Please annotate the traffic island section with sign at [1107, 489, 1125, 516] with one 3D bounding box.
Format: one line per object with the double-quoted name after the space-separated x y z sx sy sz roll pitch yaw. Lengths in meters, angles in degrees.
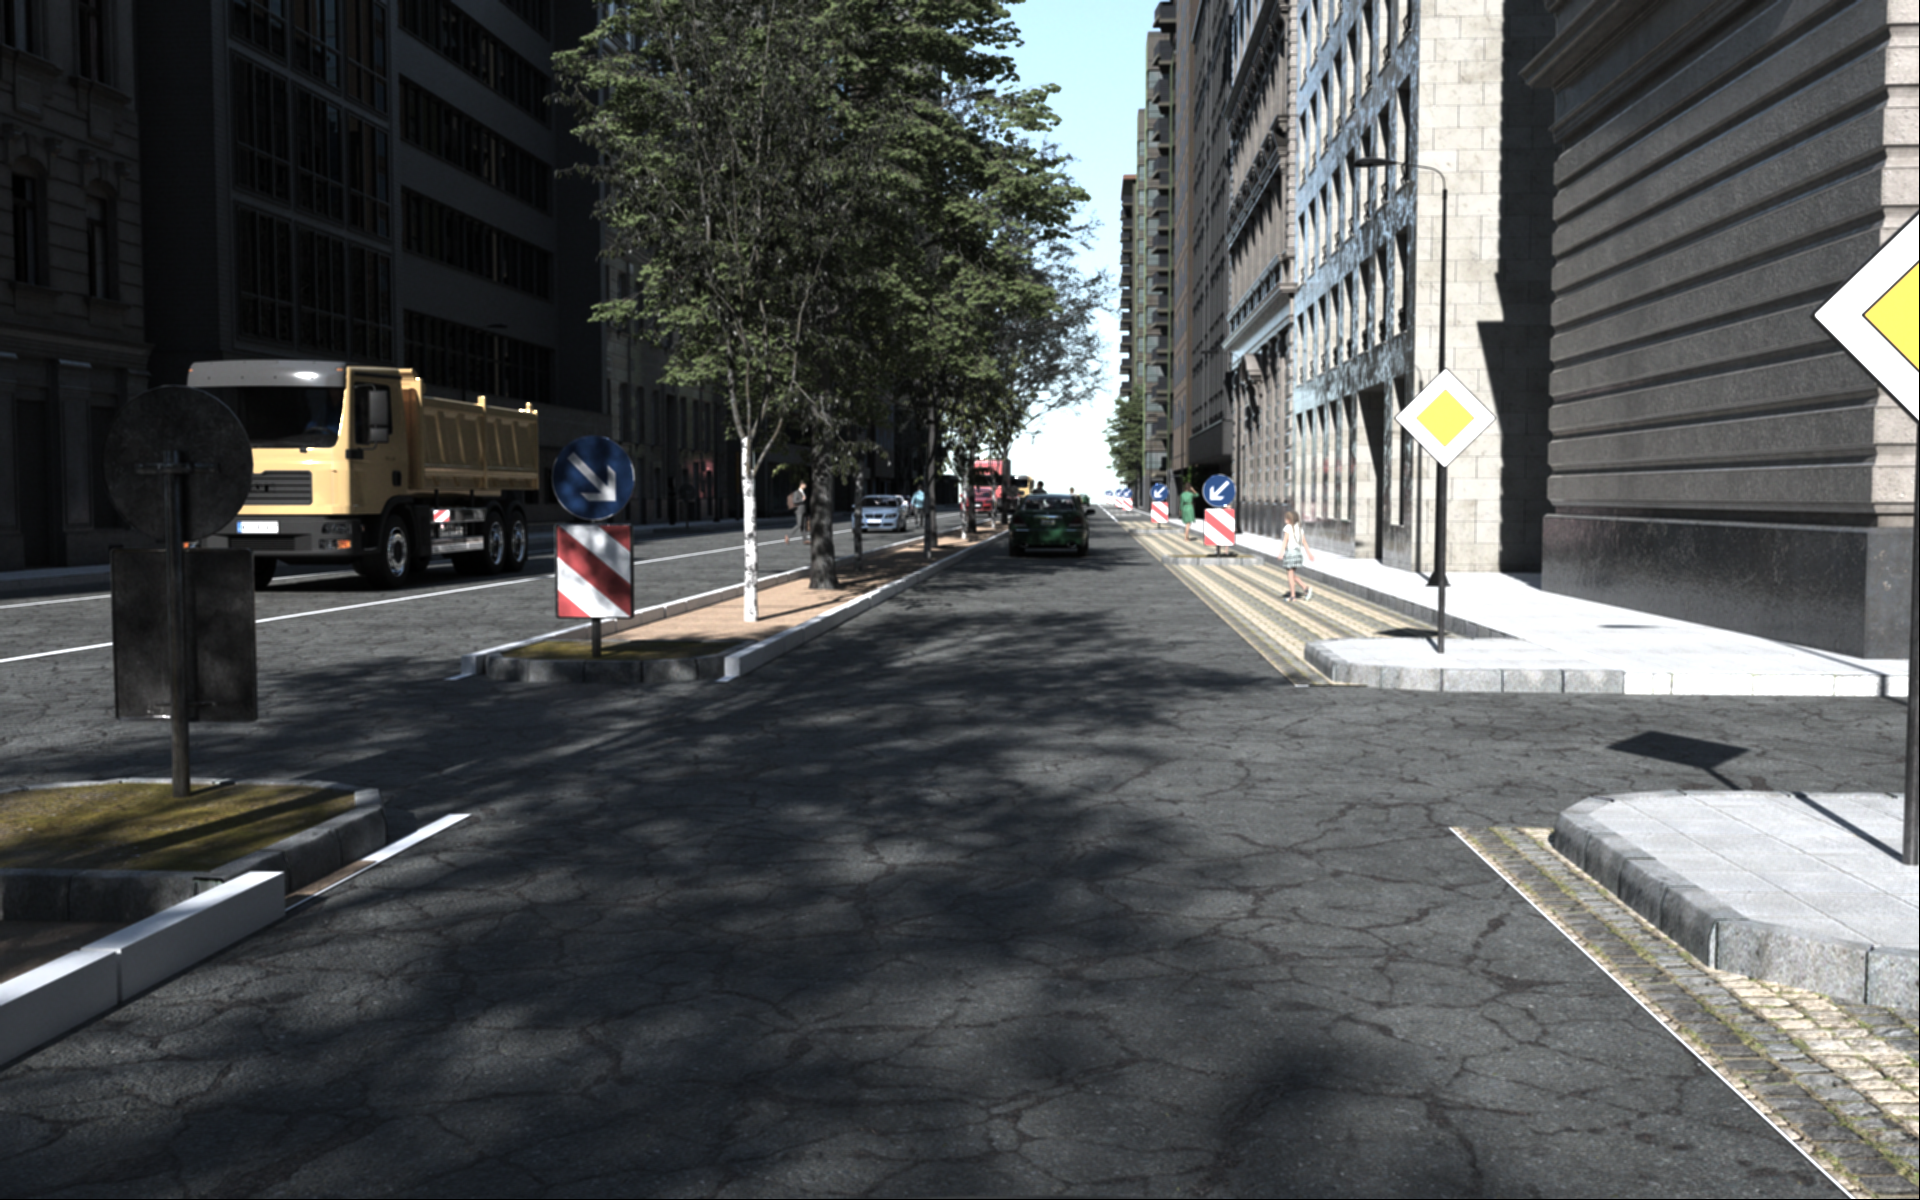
10.848 -6.415 113.521 1.989 1.847 2.006 0 4 4 "traffic island section with sign"

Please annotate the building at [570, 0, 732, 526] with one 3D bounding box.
-18.335 -17.054 76.099 12.463 27.353 25.104 0 4 4 "building"

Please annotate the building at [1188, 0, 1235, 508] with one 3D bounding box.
17.955 -17.287 76.149 14.314 27.812 24.014 0 4 4 "building"

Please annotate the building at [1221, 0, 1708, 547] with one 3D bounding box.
14.179 -13.802 54.537 11.050 23.489 19.941 0 4 4 "building"

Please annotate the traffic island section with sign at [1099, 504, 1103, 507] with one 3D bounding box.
16.874 -11.455 195.910 1.989 1.847 2.006 0 4 4 "traffic island section with sign"

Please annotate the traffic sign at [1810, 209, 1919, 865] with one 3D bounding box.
3.292 -0.141 5.941 0.795 2.450 0.064 0 4 4 "traffic sign"

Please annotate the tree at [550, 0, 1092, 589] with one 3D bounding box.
-1.980 -6.402 25.249 7.486 12.596 7.792 0 3 0 "tree"

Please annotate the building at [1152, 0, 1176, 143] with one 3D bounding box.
26.116 -29.316 133.946 22.147 44.769 28.867 0 4 4 "building"

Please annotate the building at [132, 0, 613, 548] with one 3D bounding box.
-20.630 -14.004 48.033 14.314 24.678 30.058 0 4 4 "building"

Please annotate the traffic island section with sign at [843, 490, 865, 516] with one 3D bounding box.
-6.658 -6.511 115.080 1.989 1.847 2.006 0 4 4 "traffic island section with sign"

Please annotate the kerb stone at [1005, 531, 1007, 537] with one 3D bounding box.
1.393 -2.128 57.063 0.120 0.150 1.000 0 4 4 "kerb stone"

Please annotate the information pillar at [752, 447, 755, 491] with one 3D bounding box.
-10.310 -5.811 86.360 0.183 3.616 0.504 0 4 0 "information pillar"

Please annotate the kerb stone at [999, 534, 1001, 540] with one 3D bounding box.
1.089 -1.883 52.974 0.120 0.150 1.000 0 4 4 "kerb stone"

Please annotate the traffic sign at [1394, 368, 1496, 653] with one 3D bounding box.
3.874 -0.628 13.904 0.795 2.450 0.064 0 4 4 "traffic sign"

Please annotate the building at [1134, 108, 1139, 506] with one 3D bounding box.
25.903 -30.757 186.476 14.154 41.232 14.086 0 4 4 "building"

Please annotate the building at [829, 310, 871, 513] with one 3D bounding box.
-22.137 -17.267 127.355 27.650 21.520 28.899 0 4 4 "building"

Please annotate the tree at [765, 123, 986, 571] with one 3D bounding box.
-1.909 -4.848 32.086 4.737 8.622 4.395 0 3 0 "tree"

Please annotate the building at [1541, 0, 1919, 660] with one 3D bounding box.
16.576 -11.495 16.822 19.941 23.489 11.050 0 4 4 "building"

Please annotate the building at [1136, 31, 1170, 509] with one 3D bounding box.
23.643 -28.933 156.654 14.154 41.232 14.086 0 4 4 "building"

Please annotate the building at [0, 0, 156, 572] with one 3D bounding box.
-20.700 -10.692 23.969 9.793 20.994 18.267 0 4 4 "building"

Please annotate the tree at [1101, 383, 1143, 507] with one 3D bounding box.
18.142 -15.753 175.692 7.486 12.596 7.792 0 3 0 "tree"

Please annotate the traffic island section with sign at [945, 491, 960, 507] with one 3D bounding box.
-0.652 -11.533 197.184 1.989 1.847 2.006 0 4 4 "traffic island section with sign"

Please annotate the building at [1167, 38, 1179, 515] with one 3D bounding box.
20.592 -20.892 113.280 14.160 30.474 14.107 0 4 4 "building"

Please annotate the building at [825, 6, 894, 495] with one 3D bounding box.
-13.279 -30.424 147.550 14.600 45.320 14.200 0 4 4 "building"

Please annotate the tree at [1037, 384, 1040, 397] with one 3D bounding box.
1.368 -7.305 72.248 4.737 8.622 4.395 0 3 0 "tree"

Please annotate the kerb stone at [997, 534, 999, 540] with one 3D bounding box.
1.014 -1.820 51.950 0.120 0.150 1.000 0 4 4 "kerb stone"

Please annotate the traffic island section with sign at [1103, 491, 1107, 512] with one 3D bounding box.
12.812 -8.063 140.450 1.989 1.847 2.006 0 4 4 "traffic island section with sign"

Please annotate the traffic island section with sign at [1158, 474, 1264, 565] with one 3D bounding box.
5.158 -1.649 35.582 1.989 1.847 2.006 0 4 4 "traffic island section with sign"

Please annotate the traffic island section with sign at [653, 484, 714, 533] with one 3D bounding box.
-10.305 -3.449 65.012 1.989 1.847 2.006 0 4 4 "traffic island section with sign"

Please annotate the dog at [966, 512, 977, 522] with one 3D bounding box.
0.565 -4.274 89.165 0.406 0.507 0.540 3 5 39 "dog"

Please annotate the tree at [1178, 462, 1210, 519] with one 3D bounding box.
12.155 -5.881 90.760 1.663 3.219 1.824 0 3 0 "tree"

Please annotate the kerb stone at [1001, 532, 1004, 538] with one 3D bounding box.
1.236 -2.008 55.023 0.120 0.150 1.000 0 4 4 "kerb stone"

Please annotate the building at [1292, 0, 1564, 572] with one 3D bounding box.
13.212 -11.077 35.855 10.420 20.320 16.860 0 4 4 "building"

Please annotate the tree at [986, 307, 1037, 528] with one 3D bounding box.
0.113 -6.266 55.277 4.737 8.622 4.395 0 3 0 "tree"

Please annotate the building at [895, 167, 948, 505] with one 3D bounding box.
-13.000 -33.541 203.018 22.147 44.769 28.867 0 4 4 "building"

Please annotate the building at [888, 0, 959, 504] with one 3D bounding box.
-10.694 -48.258 227.271 20.563 71.187 20.611 0 4 4 "building"

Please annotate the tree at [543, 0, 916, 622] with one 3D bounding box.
-2.340 -4.042 18.906 4.360 8.622 3.978 0 3 0 "tree"

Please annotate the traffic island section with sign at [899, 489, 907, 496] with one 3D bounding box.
-4.684 -8.155 141.964 1.989 1.847 2.006 0 4 4 "traffic island section with sign"

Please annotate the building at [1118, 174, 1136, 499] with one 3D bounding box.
32.497 -35.328 232.229 22.147 44.769 28.867 0 4 4 "building"

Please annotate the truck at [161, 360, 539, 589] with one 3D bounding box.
-9.571 -1.977 28.244 3.469 3.379 9.791 0 4 4 "truck"

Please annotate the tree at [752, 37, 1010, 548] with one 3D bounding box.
-0.787 -8.134 45.820 12.009 13.543 11.850 0 3 0 "tree"

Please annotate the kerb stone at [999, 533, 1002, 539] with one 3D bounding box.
1.162 -1.942 54.004 0.120 0.150 1.000 0 4 4 "kerb stone"

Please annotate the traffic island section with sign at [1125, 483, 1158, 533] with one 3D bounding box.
7.200 -3.370 63.728 1.989 1.847 2.006 0 4 4 "traffic island section with sign"

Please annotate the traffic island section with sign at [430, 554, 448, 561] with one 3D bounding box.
-12.305 -1.779 37.717 1.989 1.847 2.006 0 4 4 "traffic island section with sign"

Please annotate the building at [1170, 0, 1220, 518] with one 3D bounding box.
19.582 -27.439 98.735 14.600 45.320 14.200 0 4 4 "building"

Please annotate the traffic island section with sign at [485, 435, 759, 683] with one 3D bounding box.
-2.804 -0.366 14.128 2.006 1.907 1.989 0 4 4 "traffic island section with sign"

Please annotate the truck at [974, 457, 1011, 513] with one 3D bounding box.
2.461 -8.923 134.801 2.839 4.237 11.283 0 4 5 "truck"

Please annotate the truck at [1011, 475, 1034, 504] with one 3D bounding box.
6.194 -11.318 180.974 3.469 3.379 9.791 0 4 5 "truck"

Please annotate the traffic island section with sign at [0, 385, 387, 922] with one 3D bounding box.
-3.353 0.085 6.741 2.006 1.907 1.989 0 4 4 "traffic island section with sign"

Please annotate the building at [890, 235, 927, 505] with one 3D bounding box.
-10.821 -25.034 181.005 14.160 30.474 14.107 0 4 4 "building"

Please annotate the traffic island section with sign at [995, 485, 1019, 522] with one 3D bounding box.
2.664 -4.950 89.068 2.006 1.907 1.989 0 4 4 "traffic island section with sign"

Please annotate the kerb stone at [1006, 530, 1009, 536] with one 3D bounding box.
1.463 -2.195 58.089 0.120 0.150 1.000 0 4 4 "kerb stone"

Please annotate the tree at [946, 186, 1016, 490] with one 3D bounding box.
-0.715 -5.190 37.673 4.360 8.622 3.978 0 3 0 "tree"

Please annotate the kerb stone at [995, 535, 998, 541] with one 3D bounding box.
0.944 -1.757 50.929 0.120 0.150 1.000 0 4 4 "kerb stone"

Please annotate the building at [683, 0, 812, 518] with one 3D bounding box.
-20.119 -29.200 101.114 21.300 48.544 21.600 0 4 4 "building"

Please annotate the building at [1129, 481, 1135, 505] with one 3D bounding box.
36.433 -31.384 205.013 32.217 40.220 23.993 0 4 4 "building"
